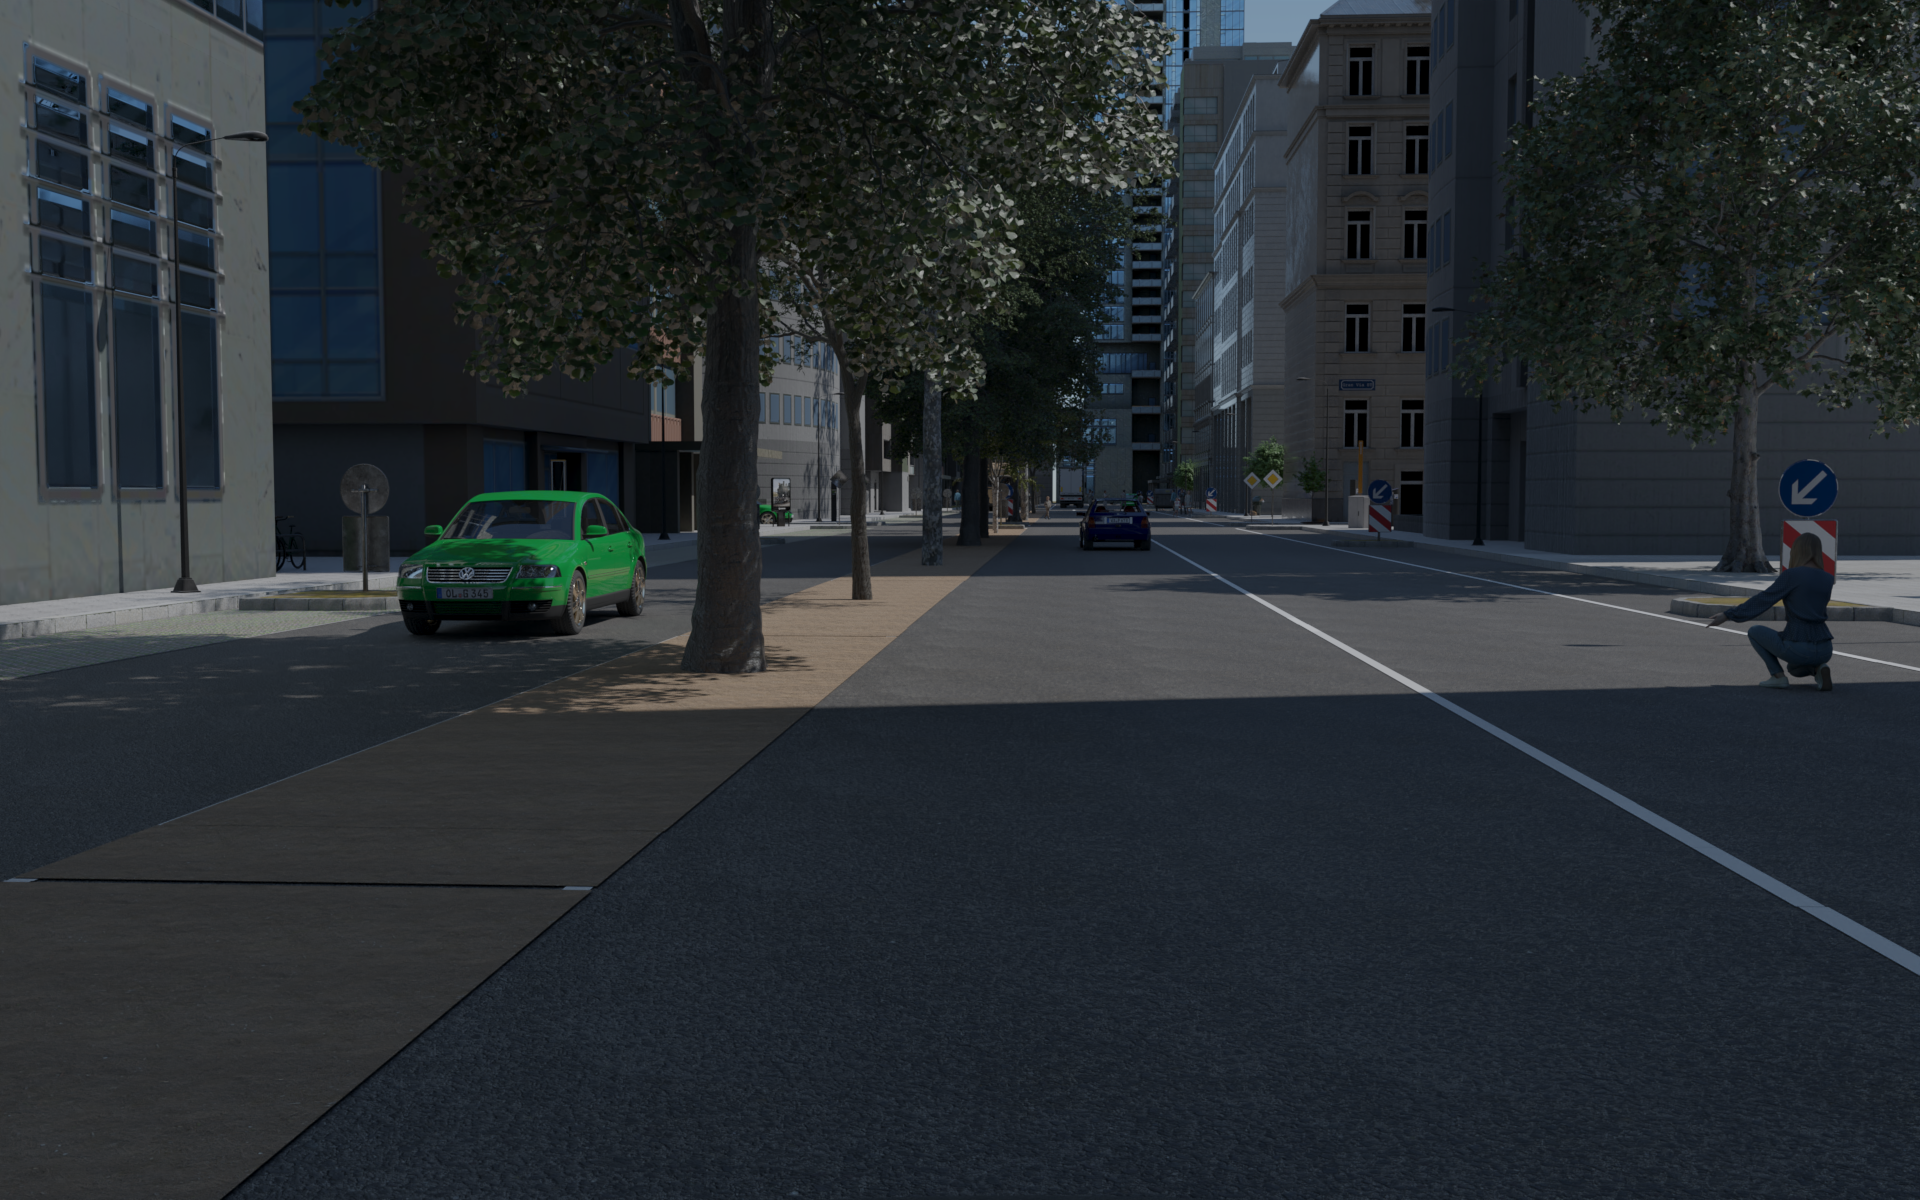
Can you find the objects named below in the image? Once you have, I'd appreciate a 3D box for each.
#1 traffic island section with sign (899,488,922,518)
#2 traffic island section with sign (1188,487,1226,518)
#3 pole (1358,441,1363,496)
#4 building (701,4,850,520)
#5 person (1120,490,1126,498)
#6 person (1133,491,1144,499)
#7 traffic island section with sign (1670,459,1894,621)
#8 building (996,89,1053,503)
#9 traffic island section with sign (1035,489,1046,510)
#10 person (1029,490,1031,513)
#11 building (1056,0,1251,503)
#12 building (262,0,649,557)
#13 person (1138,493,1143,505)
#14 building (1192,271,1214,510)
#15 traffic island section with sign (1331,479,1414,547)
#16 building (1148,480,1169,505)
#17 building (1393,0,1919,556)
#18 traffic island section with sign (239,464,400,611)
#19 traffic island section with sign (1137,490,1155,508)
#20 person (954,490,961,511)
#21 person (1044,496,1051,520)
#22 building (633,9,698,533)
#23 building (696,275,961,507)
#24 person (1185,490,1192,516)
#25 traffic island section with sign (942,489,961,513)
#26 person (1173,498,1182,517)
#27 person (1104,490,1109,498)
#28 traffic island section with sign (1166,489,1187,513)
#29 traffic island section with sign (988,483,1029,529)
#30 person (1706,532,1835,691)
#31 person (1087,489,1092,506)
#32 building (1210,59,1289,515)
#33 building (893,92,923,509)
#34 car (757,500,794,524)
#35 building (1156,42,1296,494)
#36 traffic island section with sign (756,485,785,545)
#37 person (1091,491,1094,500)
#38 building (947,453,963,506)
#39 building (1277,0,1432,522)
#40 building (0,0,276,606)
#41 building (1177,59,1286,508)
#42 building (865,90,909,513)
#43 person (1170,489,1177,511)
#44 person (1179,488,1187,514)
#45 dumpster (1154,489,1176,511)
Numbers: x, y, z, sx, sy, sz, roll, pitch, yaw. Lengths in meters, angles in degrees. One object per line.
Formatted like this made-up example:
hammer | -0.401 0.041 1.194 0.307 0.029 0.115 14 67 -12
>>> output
traffic island section with sign | -2.606 -5.859 104.422 1.989 1.847 2.006 0 4 4
traffic island section with sign | 14.756 -5.764 102.862 1.989 1.847 2.006 0 4 4
pole | 15.348 -4.439 66.413 0.158 3.312 0.155 0 3 0
building | -17.225 -33.654 92.237 21.231 58.520 28.212 0 4 4
person | 13.216 -8.029 140.049 0.678 1.792 0.850 3 5 42
person | 16.628 -9.289 161.191 1.217 1.723 0.721 -1 4 -14
traffic island section with sign | 9.584 -0.725 20.478 1.989 1.847 2.006 0 4 4
building | -0.667 -43.169 247.819 28.212 58.520 21.231 0 4 4
traffic island section with sign | 6.830 -8.900 153.657 2.006 1.907 1.989 0 4 4
person | 5.249 -7.536 132.265 0.362 1.759 0.519 3 5 44
building | 29.404 -57.128 246.716 31.000 86.520 22.319 0 4 4
building | -16.088 -23.899 40.857 14.600 45.320 14.200 0 4 4
person | 15.642 -8.522 150.433 0.503 1.515 0.523 -1 4 -15
building | 24.718 -18.003 143.500 9.793 20.994 18.267 0 4 4
traffic island section with sign | 11.281 -2.381 47.559 1.989 1.847 2.006 0 4 4
building | 39.953 -32.039 215.726 32.217 40.220 23.993 0 4 4
building | 24.247 -30.941 47.885 21.231 58.520 28.212 0 4 4
traffic island section with sign | -7.769 -0.820 22.039 1.989 1.847 2.006 0 4 4
traffic island section with sign | 19.594 -10.473 179.867 1.989 1.847 2.006 0 4 4
person | -0.190 -8.292 144.413 0.601 1.785 0.444 -1 4 -14
person | 4.956 -5.190 97.626 0.475 1.303 0.640 -3 5 -41
building | -22.311 -24.763 59.504 28.867 44.769 22.147 0 4 4
building | -11.437 -31.456 168.929 22.147 44.769 28.867 0 4 4
person | 14.846 -6.295 112.432 0.512 1.701 0.522 0 4 6
traffic island section with sign | -0.910 -7.504 131.324 1.989 1.847 2.006 0 4 4
person | 13.309 -5.663 106.097 0.505 1.210 0.382 0 4 -5
person | 12.487 -8.493 147.927 0.524 1.755 0.480 0 4 4
traffic island section with sign | 16.450 -7.409 129.764 1.989 1.847 2.006 0 4 4
traffic island section with sign | 2.128 -4.314 78.666 2.006 1.907 1.989 0 4 4
person | 6.069 0.072 12.824 1.012 1.151 0.738 0 4 -4
person | 9.739 -7.447 130.433 0.466 1.800 0.511 -1 4 -19
building | 24.108 -20.902 119.233 11.434 29.767 29.804 0 4 4
building | -10.120 -28.134 143.581 14.154 41.232 14.086 0 4 4
car | -9.614 -4.073 75.382 4.718 1.807 1.959 0 4 3
building | 33.890 -34.798 188.557 23.786 49.044 30.456 0 4 4
traffic island section with sign | -6.057 -2.499 49.486 1.989 1.847 2.006 0 4 4
person | 15.750 -12.105 206.396 0.705 1.826 1.348 0 4 -5
building | -6.337 -25.637 190.859 14.160 30.474 14.107 0 4 4
building | 28.508 -17.476 82.989 25.104 27.353 12.463 0 4 4
building | -20.692 -42.606 9.285 22.319 86.520 31.000 0 4 4
building | 28.027 -29.559 166.889 14.154 41.232 14.086 0 4 4
building | -11.280 -21.418 121.883 14.160 30.474 14.107 0 4 4
person | 17.077 -7.919 137.996 0.620 1.820 0.660 3 5 42
person | 15.777 -6.971 122.275 0.655 1.846 0.447 -1 4 -9
dumpster | 17.014 -8.279 143.574 1.865 1.857 1.264 0 4 3
